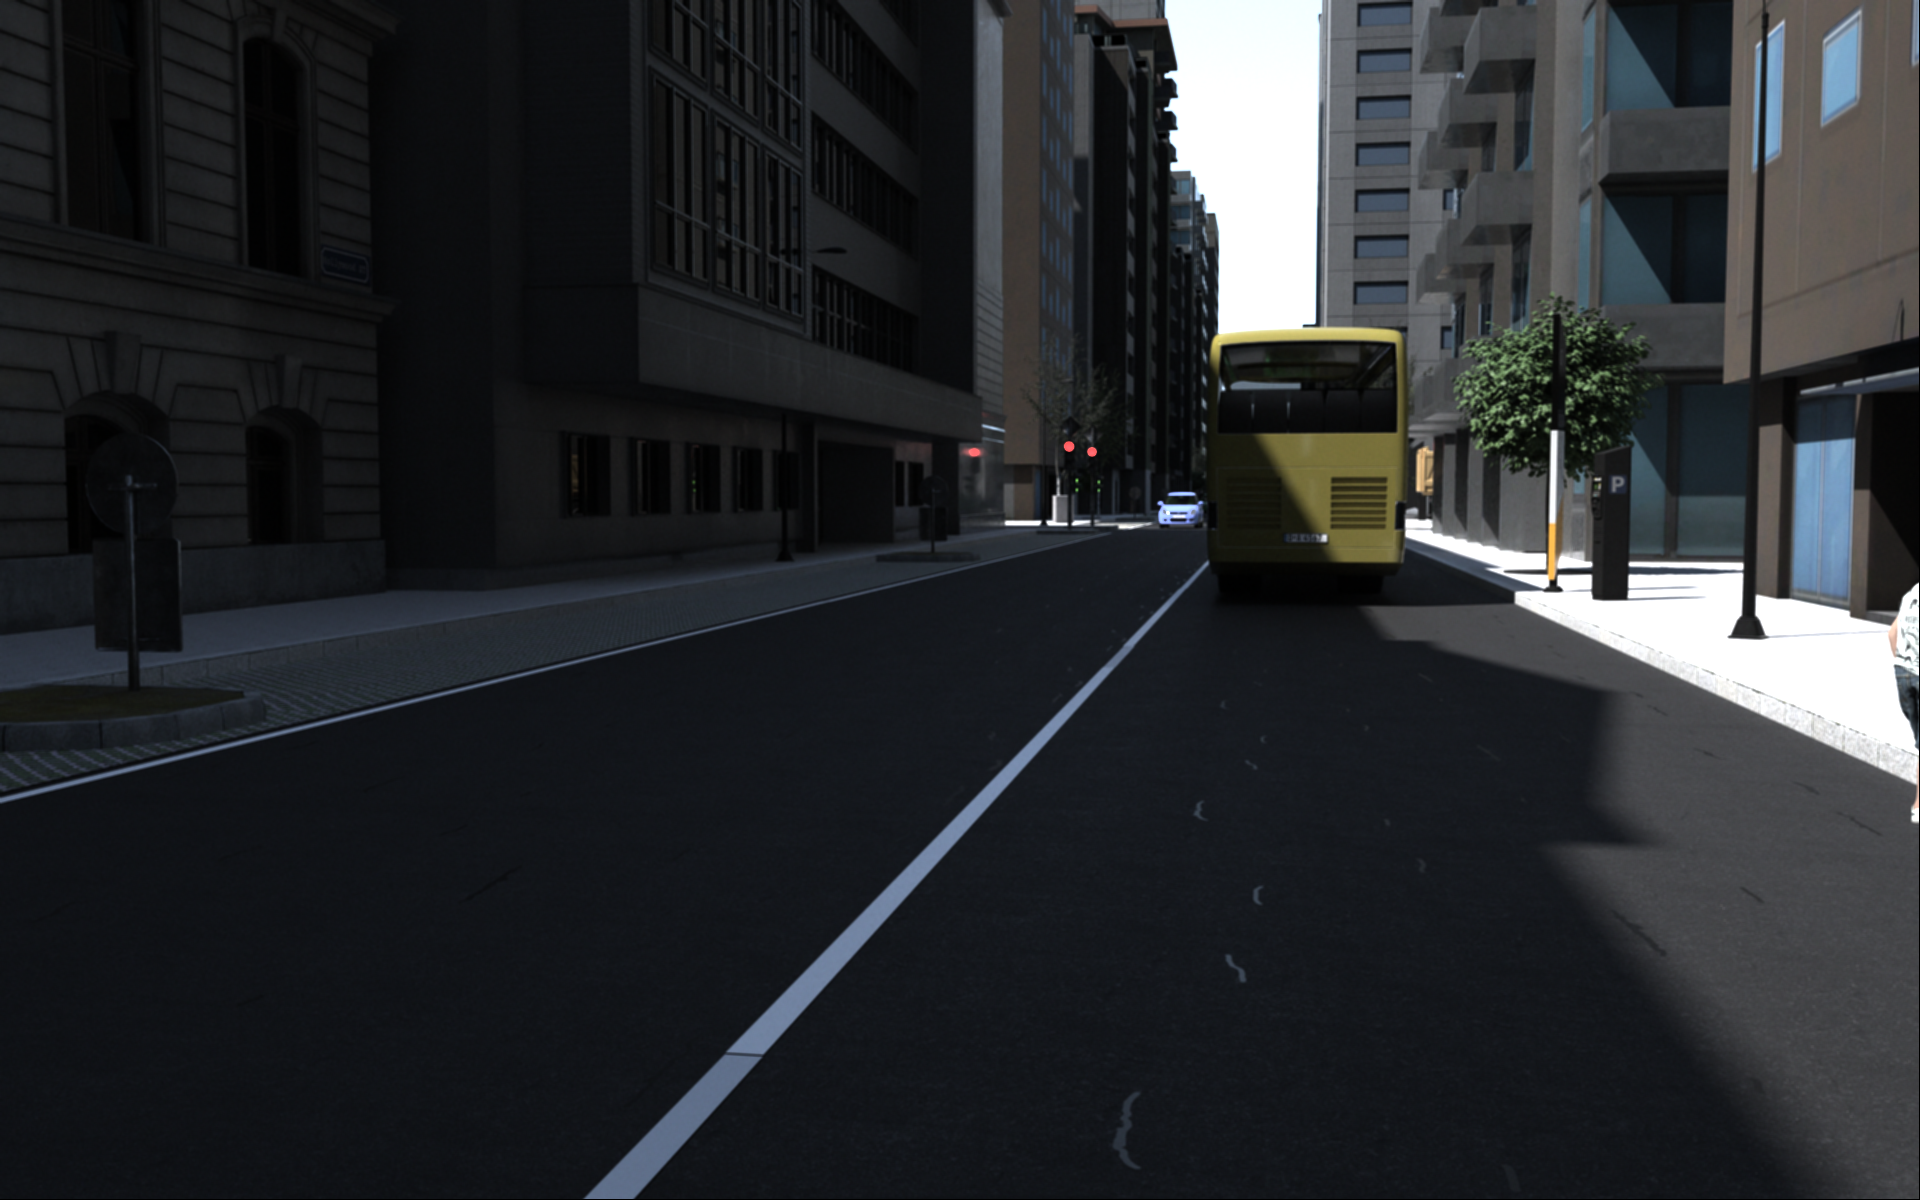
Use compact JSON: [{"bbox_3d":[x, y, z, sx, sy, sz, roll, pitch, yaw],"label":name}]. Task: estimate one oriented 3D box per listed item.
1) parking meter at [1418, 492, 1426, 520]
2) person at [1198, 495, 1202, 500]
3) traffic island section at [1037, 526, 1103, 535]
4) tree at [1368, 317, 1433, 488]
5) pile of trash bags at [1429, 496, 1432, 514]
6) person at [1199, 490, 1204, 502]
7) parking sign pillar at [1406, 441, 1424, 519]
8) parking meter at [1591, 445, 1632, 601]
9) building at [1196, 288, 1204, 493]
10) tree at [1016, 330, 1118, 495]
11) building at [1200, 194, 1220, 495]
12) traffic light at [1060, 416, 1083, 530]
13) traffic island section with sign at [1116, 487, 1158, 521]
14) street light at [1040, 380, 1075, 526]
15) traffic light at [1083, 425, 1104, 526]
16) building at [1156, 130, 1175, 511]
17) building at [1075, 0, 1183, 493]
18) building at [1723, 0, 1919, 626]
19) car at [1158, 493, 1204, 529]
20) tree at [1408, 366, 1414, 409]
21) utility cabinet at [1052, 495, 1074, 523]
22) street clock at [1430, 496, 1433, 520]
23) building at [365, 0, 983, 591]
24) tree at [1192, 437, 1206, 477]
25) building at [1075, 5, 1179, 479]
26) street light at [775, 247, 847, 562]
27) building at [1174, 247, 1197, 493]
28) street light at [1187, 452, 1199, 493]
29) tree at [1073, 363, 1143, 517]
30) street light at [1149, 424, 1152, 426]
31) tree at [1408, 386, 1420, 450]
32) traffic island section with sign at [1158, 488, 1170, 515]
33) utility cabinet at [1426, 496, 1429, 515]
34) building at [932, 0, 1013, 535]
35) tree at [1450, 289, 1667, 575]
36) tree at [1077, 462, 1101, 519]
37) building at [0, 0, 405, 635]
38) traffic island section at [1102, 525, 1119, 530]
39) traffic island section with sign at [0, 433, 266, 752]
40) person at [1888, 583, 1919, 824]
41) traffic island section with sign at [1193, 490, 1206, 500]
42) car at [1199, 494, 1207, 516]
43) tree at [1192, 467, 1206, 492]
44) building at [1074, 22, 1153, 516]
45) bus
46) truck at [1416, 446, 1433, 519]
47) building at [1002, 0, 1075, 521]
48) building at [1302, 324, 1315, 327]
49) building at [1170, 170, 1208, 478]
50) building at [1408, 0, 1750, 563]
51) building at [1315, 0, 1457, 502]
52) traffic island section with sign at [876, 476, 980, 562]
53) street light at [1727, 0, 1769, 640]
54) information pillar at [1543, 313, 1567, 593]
[{"bbox_3d":[22.681,-4.852,85.034,0.399,1.863,0.255,0,4,6],"label":"parking meter"},{"bbox_3d":[23.727,-10.049,173.360,0.990,1.755,0.434,0,4,0],"label":"person"},{"bbox_3d":[3.929,-2.451,62.347,2.009,0.180,2.903,1,4,10],"label":"traffic island section"},{"bbox_3d":[17.953,-7.447,72.124,4.360,8.622,3.978,0,3,0],"label":"tree"},{"bbox_3d":[28.082,-5.877,105.835,3.447,1.369,1.912,2,4,32],"label":"pile of trash bags"},{"bbox_3d":[24.356,-10.252,175.745,1.348,1.869,0.705,1,4,13],"label":"person"},{"bbox_3d":[22.955,-6.103,88.253,1.447,3.967,1.447,1,4,22],"label":"parking sign pillar"},{"bbox_3d":[7.839,-0.927,20.875,0.399,1.863,0.255,0,4,-8],"label":"parking meter"},{"bbox_3d":[25.599,-28.340,235.057,14.160,30.474,14.107,1,4,10],"label":"building"},{"bbox_3d":[4.700,-7.811,78.066,4.360,8.622,3.978,0,3,0],"label":"tree"},{"bbox_3d":[31.126,-40.311,282.789,21.300,48.544,21.600,1,4,10],"label":"building"},{"bbox_3d":[3.967,-4.482,62.205,0.839,4.253,0.868,1,4,10],"label":"traffic light"},{"bbox_3d":[9.410,-5.144,92.726,1.989,1.847,2.006,1,4,10],"label":"traffic island section with sign"},{"bbox_3d":[3.962,-5.996,70.570,1.470,5.913,1.316,1,4,10],"label":"street light"},{"bbox_3d":[5.384,-4.963,70.064,0.839,4.253,0.868,1,4,10],"label":"traffic light"},{"bbox_3d":[8.701,-22.090,132.880,14.160,30.474,14.107,1,4,10],"label":"building"},{"bbox_3d":[13.331,-45.583,183.529,20.563,71.187,20.611,1,4,10],"label":"building"},{"bbox_3d":[15.408,-22.195,12.999,14.600,45.320,14.200,1,4,10],"label":"building"},{"bbox_3d":[9.378,-3.896,73.295,1.945,1.707,3.694,1,4,11],"label":"car"},{"bbox_3d":[18.547,-7.815,78.130,4.737,8.622,4.395,0,3,0],"label":"tree"},{"bbox_3d":[4.593,-4.026,76.990,1.020,1.237,0.306,-3,4,-36],"label":"utility cabinet"},{"bbox_3d":[23.451,-4.978,85.953,0.358,2.002,0.471,3,5,42],"label":"street clock"},{"bbox_3d":[-8.876,-13.374,37.724,14.314,24.678,30.058,1,4,10],"label":"building"},{"bbox_3d":[29.992,-16.357,217.797,4.360,8.622,3.978,0,3,0],"label":"tree"},{"bbox_3d":[8.546,-30.908,159.973,22.147,44.769,28.867,1,4,10],"label":"building"},{"bbox_3d":[-2.810,-3.684,32.767,1.470,5.913,1.316,1,4,10],"label":"street light"},{"bbox_3d":[19.660,-26.272,201.246,14.160,30.474,14.107,1,4,10],"label":"building"},{"bbox_3d":[25.445,-13.279,189.649,1.470,5.913,1.316,1,4,10],"label":"street light"},{"bbox_3d":[8.050,-9.069,98.636,4.737,8.622,4.395,0,3,0],"label":"tree"},{"bbox_3d":[12.001,-8.713,114.993,1.470,5.913,1.316,1,4,10],"label":"street light"},{"bbox_3d":[24.565,-10.419,104.759,7.601,10.594,8.767,2,4,35],"label":"tree"},{"bbox_3d":[14.195,-6.766,119.255,1.989,1.847,2.006,1,4,10],"label":"traffic island section with sign"},{"bbox_3d":[24.157,-5.023,90.812,0.318,1.500,1.173,3,5,43],"label":"utility cabinet"},{"bbox_3d":[-7.956,-12.867,59.533,18.267,20.994,9.793,1,4,10],"label":"building"},{"bbox_3d":[9.654,-2.709,28.009,4.285,4.588,4.351,0,3,0],"label":"tree"},{"bbox_3d":[6.947,-5.870,90.568,1.663,3.219,1.824,0,3,0],"label":"tree"},{"bbox_3d":[-15.543,-11.437,6.072,14.460,24.649,34.723,1,4,10],"label":"building"},{"bbox_3d":[5.346,-2.931,70.206,2.009,0.180,2.903,1,4,10],"label":"traffic island section"},{"bbox_3d":[-5.412,-0.116,10.533,1.989,1.847,2.006,1,4,10],"label":"traffic island section with sign"},{"bbox_3d":[4.254,0.343,7.572,0.352,1.250,0.332,2,4,26],"label":"person"},{"bbox_3d":[23.017,-9.757,168.147,1.989,1.847,2.006,1,4,10],"label":"traffic island section with sign"},{"bbox_3d":[16.235,-6.233,110.712,1.959,1.807,4.718,1,4,10],"label":"car"},{"bbox_3d":[28.438,-13.852,210.197,4.285,4.588,4.351,0,3,0],"label":"tree"},{"bbox_3d":[4.752,-20.730,110.634,14.160,30.474,14.107,1,4,10],"label":"building"},{"bbox_3d":[5.452,-2.228,27.981,2.896,3.916,12.252,1,4,10],"label":"bus"},{"bbox_3d":[21.663,-4.093,62.840,9.791,3.379,3.469,1,4,12],"label":"truck"},{"bbox_3d":[-1.805,-26.837,88.891,14.600,45.320,14.200,1,4,10],"label":"building"},{"bbox_3d":[64.281,-31.754,290.874,14.160,30.474,14.107,1,4,10],"label":"building"},{"bbox_3d":[25.135,-38.995,257.171,23.786,49.044,30.456,1,4,10],"label":"building"},{"bbox_3d":[23.469,-25.846,42.195,23.786,49.044,30.456,1,4,10],"label":"building"},{"bbox_3d":[51.756,-40.227,199.705,21.231,58.520,28.212,1,4,10],"label":"building"},{"bbox_3d":[-0.618,-1.742,37.105,1.989,1.847,2.006,1,4,10],"label":"traffic island section with sign"},{"bbox_3d":[6.488,-2.618,15.349,1.470,5.913,1.316,1,4,10],"label":"street light"},{"bbox_3d":[7.821,-1.916,22.678,0.183,3.616,0.504,2,4,30],"label":"information pillar"}]
